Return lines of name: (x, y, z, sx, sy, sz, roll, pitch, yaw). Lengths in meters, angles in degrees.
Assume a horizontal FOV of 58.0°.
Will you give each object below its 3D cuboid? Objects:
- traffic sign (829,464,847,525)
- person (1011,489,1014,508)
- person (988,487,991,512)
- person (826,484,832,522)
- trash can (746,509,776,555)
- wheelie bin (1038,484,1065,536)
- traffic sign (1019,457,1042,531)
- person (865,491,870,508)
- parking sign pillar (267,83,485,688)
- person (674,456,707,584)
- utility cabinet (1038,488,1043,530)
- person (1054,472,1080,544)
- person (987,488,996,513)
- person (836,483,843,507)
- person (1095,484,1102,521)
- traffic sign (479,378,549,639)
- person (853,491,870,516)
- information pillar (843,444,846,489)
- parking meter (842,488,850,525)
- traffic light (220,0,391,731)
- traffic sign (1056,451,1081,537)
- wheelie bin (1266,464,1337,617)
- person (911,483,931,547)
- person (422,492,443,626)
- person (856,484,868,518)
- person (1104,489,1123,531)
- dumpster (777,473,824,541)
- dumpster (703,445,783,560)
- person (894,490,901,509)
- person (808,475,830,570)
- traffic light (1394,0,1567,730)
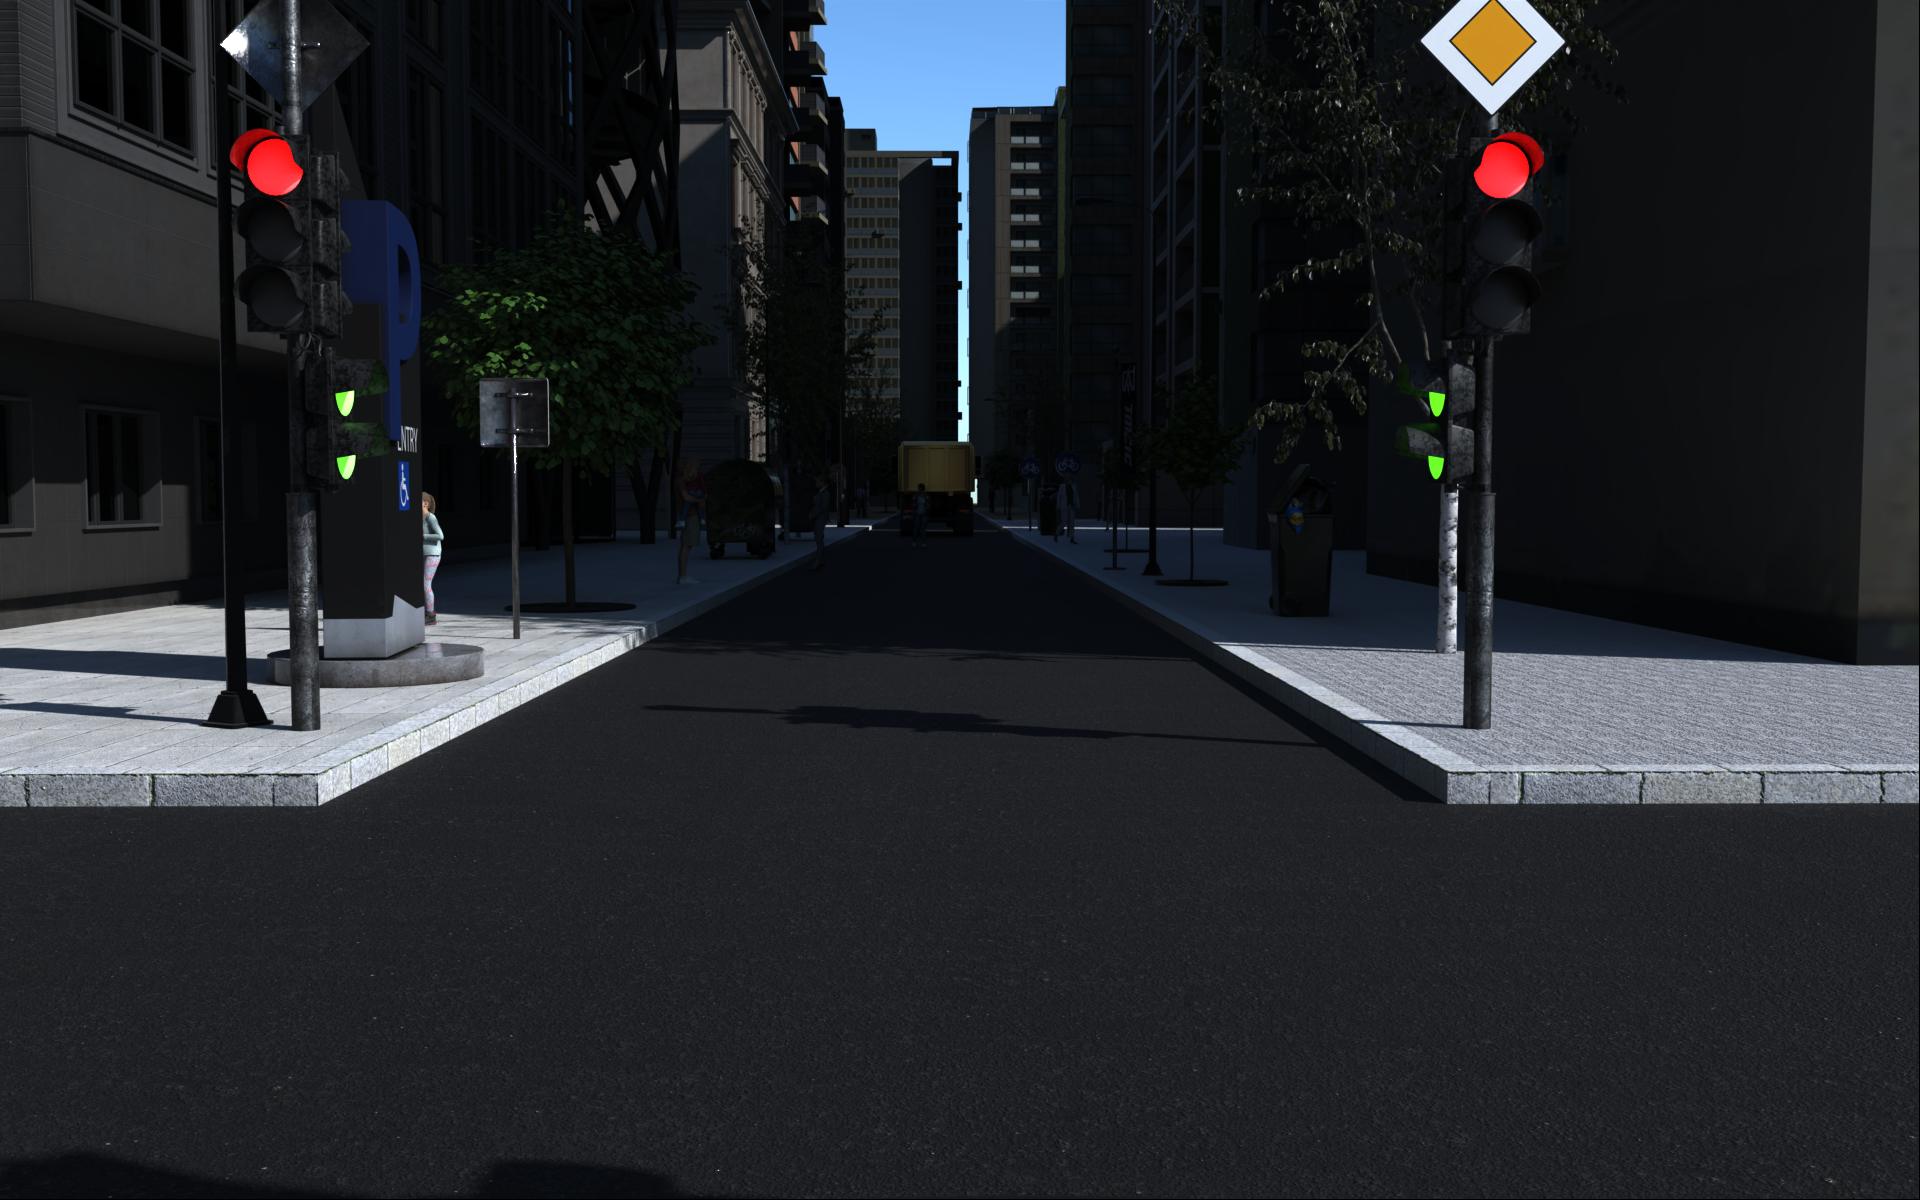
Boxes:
traffic sign: (-5.115, -4.425, 72.453, 0.768, 2.556, 0.104, 0, 4, 6)
person: (4.859, -9.443, 161.152, 0.721, 1.735, 1.217, -1, 4, -10)
person: (2.302, -7.288, 125.721, 0.721, 1.766, 1.217, 0, 4, -4)
person: (-6.088, -4.428, 78.621, 0.526, 1.800, 0.537, -1, 4, -22)
trash can: (-4.208, -1.525, 36.586, 0.748, 1.137, 0.748, 0, 3, 0)
wheelie bin: (2.861, -2.802, 53.713, 0.980, 1.594, 0.693, 2, 4, 32)
traffic sign: (2.424, -3.642, 59.654, 0.768, 2.556, 0.104, 0, 4, 3)
person: (-8.824, -9.446, 163.604, 0.621, 1.740, 0.551, -1, 4, -10)
parking sign pillar: (-4.085, -1.441, 12.034, 1.447, 3.967, 1.447, 0, 4, -6)
person: (-3.871, -1.144, 24.729, 0.580, 1.828, 0.573, 2, 4, 32)
utility cabinet: (2.906, -3.211, 61.173, 0.318, 1.500, 1.173, 0, 4, 3)
person: (2.744, -2.369, 44.649, 0.514, 1.842, 0.818, -3, 4, -36)
person: (2.162, -6.835, 118.611, 0.721, 1.723, 1.217, -2, 4, -26)
person: (-5.580, -4.639, 82.135, 0.600, 1.795, 0.529, -2, 4, -28)
person: (6.816, -4.700, 82.803, 0.656, 1.842, 0.836, -2, 4, -24)
traffic sign: (-3.923, -0.803, 15.265, 0.606, 2.300, 0.079, 0, 4, 2)
person: (-5.782, -5.821, 101.773, 0.990, 1.755, 0.434, 0, 4, -2)
information pillar: (-5.382, -5.470, 80.788, 0.183, 3.616, 0.504, -1, 4, -9)
parking meter: (-4.756, -3.866, 71.615, 0.372, 1.533, 0.369, 0, 3, 0)
traffic light: (-3.543, -1.247, 9.310, 0.839, 4.253, 0.868, 0, 4, -1)
traffic sign: (3.224, -3.141, 51.461, 0.768, 2.556, 0.104, 1, 4, 9)
wheelie bin: (3.623, -0.637, 18.331, 0.693, 1.594, 0.980, 0, 4, 1)
person: (-1.063, -2.302, 46.976, 0.563, 1.720, 0.643, 0, 4, -5)
person: (-5.246, -0.408, 16.987, 0.425, 1.301, 0.394, 2, 4, 25)
person: (-5.140, -5.240, 91.588, 0.709, 1.838, 0.599, -3, 5, -42)
person: (5.249, -3.237, 59.303, 0.599, 1.781, 0.374, 2, 4, 35)
dumpster: (-4.413, -2.585, 48.016, 1.264, 1.857, 1.865, 0, 4, -1)
dumpster: (-4.356, -1.959, 34.522, 1.502, 2.255, 1.985, 0, 4, -1)
person: (-5.203, -8.518, 144.944, 0.705, 1.869, 1.348, 1, 4, 15)
person: (-2.733, -1.468, 32.783, 0.573, 1.790, 0.520, -3, 4, -37)
traffic light: (2.818, -1.252, 9.391, 0.839, 4.253, 0.868, 0, 4, -1)
